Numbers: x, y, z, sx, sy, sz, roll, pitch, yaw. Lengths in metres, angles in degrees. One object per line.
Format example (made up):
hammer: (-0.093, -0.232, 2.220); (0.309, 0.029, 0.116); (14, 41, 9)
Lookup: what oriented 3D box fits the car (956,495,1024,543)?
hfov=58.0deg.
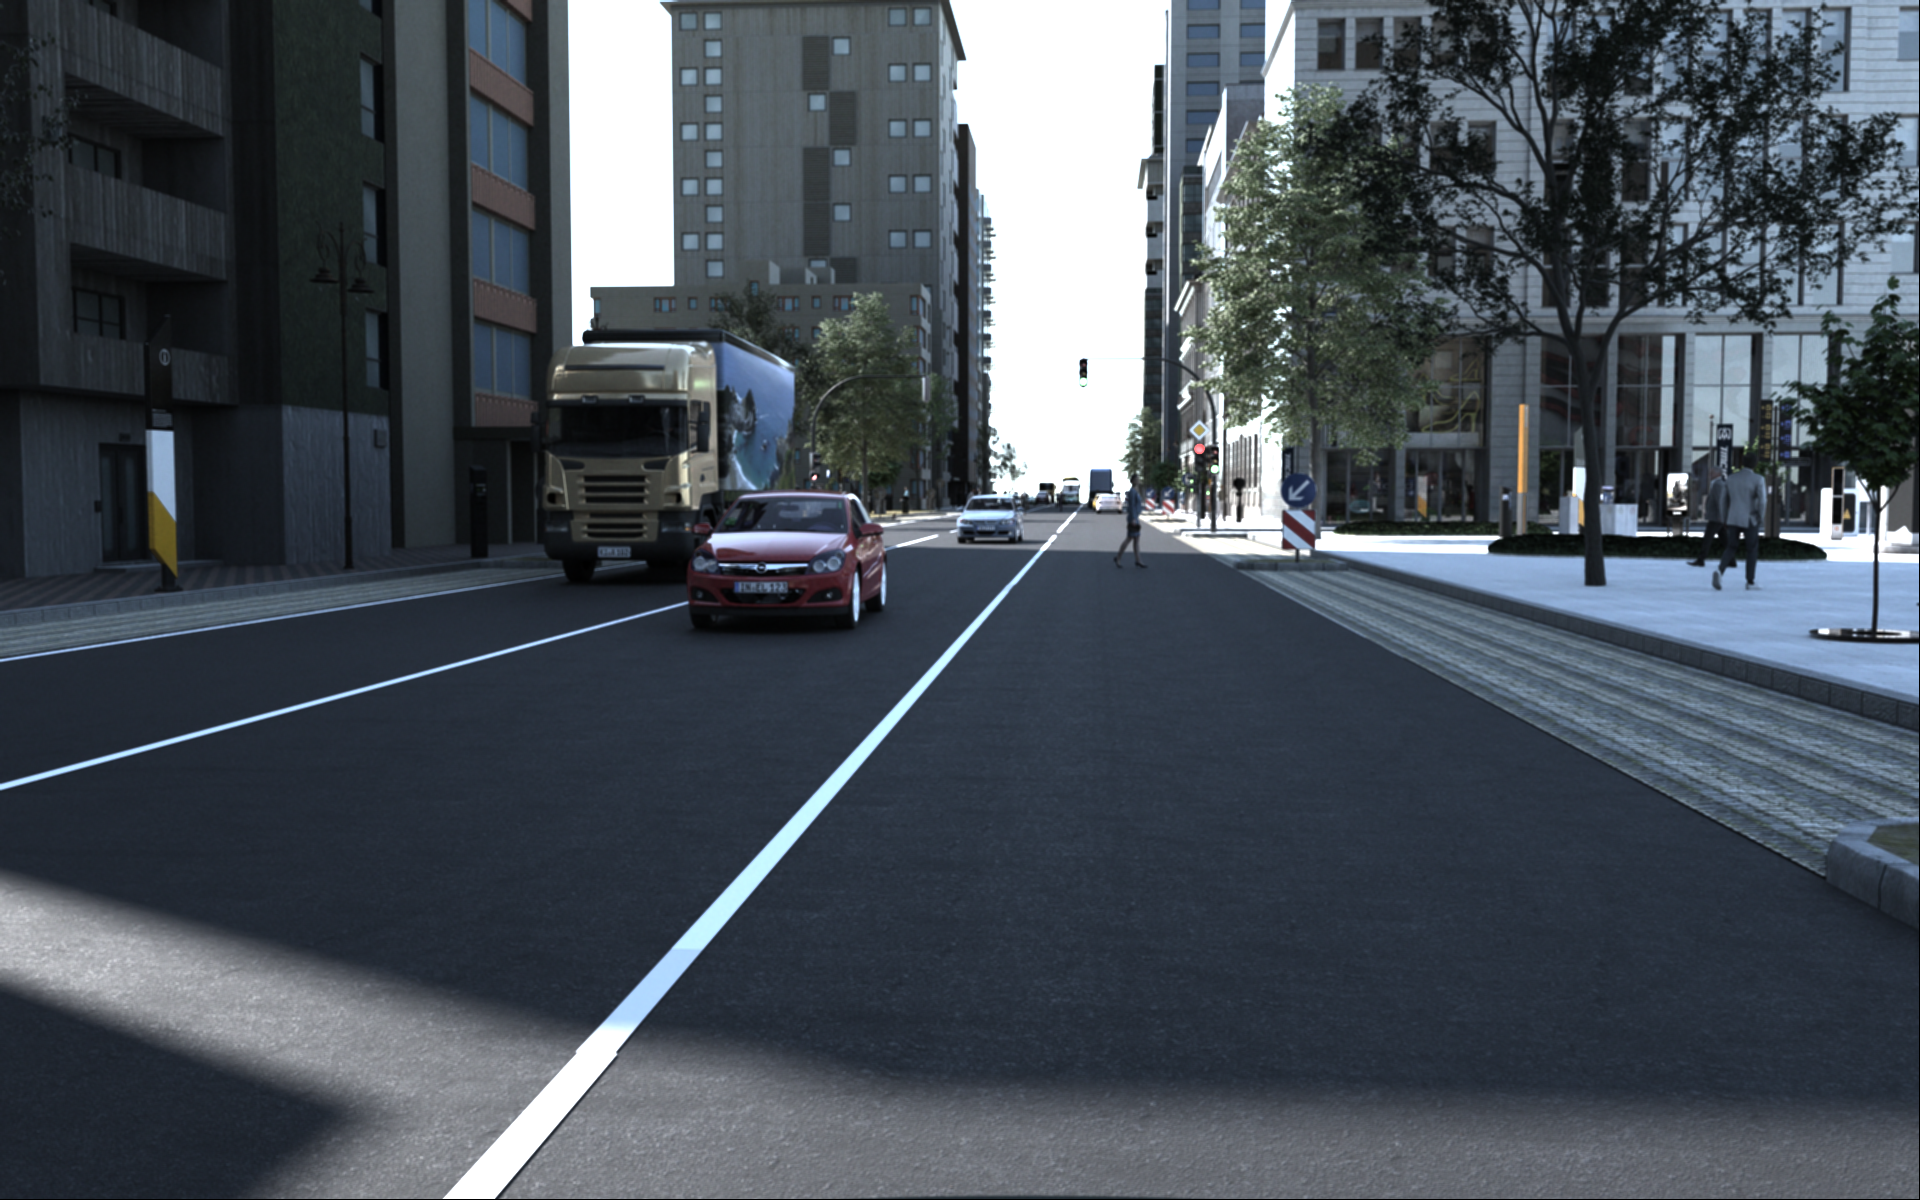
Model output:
car: (0.944, -2.439, 51.882); (2.014, 1.417, 4.499); (0, 4, 5)

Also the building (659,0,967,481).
building: (-14.381, -36.433, 184.922); (28.713, 52.752, 27.495); (0, 4, 4)

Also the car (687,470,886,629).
car: (-1.898, -0.660, 19.824); (2.155, 1.783, 4.494); (0, 4, 4)

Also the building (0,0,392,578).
building: (-19.359, -15.728, 28.856); (14.160, 30.474, 14.107); (0, 4, 4)

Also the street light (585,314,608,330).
street light: (-9.320, -4.395, 44.638); (0.468, 5.910, 1.993); (0, 4, 4)

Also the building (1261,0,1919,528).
building: (27.667, -17.868, 69.641); (29.804, 29.767, 11.434); (0, 4, 4)

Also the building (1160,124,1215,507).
building: (36.493, -29.400, 172.570); (32.217, 40.220, 23.993); (0, 4, 4)

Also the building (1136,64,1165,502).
building: (39.757, -51.913, 287.030); (20.563, 71.187, 20.611); (0, 4, 4)

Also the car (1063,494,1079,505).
car: (14.846, -13.422, 231.249); (2.131, 1.459, 4.920); (0, 4, 3)

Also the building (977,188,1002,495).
building: (-5.640, -39.821, 270.675); (23.786, 49.044, 30.456); (0, 4, 4)

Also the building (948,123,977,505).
building: (-5.374, -33.959, 205.333); (14.600, 45.320, 14.200); (0, 4, 4)

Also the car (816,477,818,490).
car: (-2.244, -0.967, 24.613); (1.959, 1.807, 4.718); (0, 4, 5)

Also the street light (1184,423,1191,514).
street light: (14.444, -8.391, 109.982); (0.468, 5.910, 1.993); (0, 4, 4)

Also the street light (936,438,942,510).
street light: (-1.797, -10.431, 143.331); (0.468, 5.910, 1.993); (0, 4, 4)

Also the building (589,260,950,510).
building: (-15.855, -19.104, 157.390); (27.650, 21.520, 28.899); (0, 4, 4)

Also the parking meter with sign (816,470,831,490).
parking meter with sign: (-10.228, -7.867, 124.887); (1.738, 3.016, 0.543); (-2, 4, -26)

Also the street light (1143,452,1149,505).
street light: (20.224, -13.027, 185.771); (0.468, 5.910, 1.993); (0, 4, 4)

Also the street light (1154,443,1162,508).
street light: (17.955, -11.208, 156.045); (0.468, 5.910, 1.993); (0, 4, 4)

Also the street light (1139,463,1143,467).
street light: (21.356, -13.953, 200.914); (0.468, 5.910, 1.993); (0, 4, 4)

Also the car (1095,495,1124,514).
car: (10.957, -7.012, 127.012); (2.083, 1.381, 4.827); (0, 4, 6)

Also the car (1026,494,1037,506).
car: (8.463, -12.369, 214.038); (2.131, 1.459, 4.920); (0, 4, 3)

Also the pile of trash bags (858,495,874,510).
pile of trash bags: (-8.387, -7.924, 139.313); (1.912, 1.369, 3.447); (3, 5, 41)

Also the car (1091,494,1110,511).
car: (12.049, -8.293, 145.816); (2.015, 1.641, 3.980); (0, 4, 3)

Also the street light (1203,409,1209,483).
street light: (13.308, -7.443, 94.477); (0.468, 5.910, 1.993); (0, 4, 4)

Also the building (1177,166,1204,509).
building: (26.478, -23.416, 154.559); (14.160, 30.474, 14.107); (0, 4, 4)

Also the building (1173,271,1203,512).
building: (21.783, -16.260, 130.484); (10.561, 19.102, 19.286); (0, 4, 4)

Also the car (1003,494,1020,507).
car: (3.937, -7.875, 138.538); (2.009, 1.686, 4.222); (0, 4, 3)

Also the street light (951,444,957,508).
street light: (-0.605, -11.346, 158.295); (0.468, 5.910, 1.993); (0, 4, 4)

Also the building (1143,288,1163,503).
building: (32.607, -28.764, 241.999); (14.160, 30.474, 14.107); (0, 4, 4)

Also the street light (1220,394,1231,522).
street light: (12.205, -6.539, 79.694); (0.468, 5.910, 1.993); (0, 4, 4)

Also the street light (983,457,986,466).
street light: (2.840, -14.127, 203.761); (0.468, 5.910, 1.993); (0, 4, 4)

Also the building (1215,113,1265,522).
building: (19.556, -15.445, 88.685); (11.583, 22.565, 21.152); (0, 4, 4)

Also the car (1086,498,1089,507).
car: (14.956, -11.097, 191.229); (2.009, 1.686, 4.222); (0, 4, 3)

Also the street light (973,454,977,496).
street light: (1.664, -13.223, 188.983); (0.468, 5.910, 1.993); (0, 4, 4)

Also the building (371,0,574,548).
building: (-24.658, -24.040, 47.681); (28.867, 44.769, 22.147); (0, 4, 4)

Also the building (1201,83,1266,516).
building: (22.012, -17.837, 109.651); (12.078, 24.808, 19.932); (0, 4, 4)

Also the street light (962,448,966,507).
street light: (0.450, -12.293, 173.782); (0.468, 5.910, 1.993); (0, 4, 4)

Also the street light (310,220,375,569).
street light: (-10.498, -3.474, 29.584); (0.468, 5.910, 1.993); (0, 4, 4)

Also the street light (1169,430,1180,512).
street light: (15.563, -9.295, 124.765); (0.468, 5.910, 1.993); (0, 4, 4)

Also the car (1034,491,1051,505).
car: (11.349, -13.997, 237.519); (2.281, 1.827, 5.304); (0, 4, 5)

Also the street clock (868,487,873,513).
street clock: (-6.087, -6.892, 117.258); (0.471, 2.002, 0.358); (-1, 4, -19)

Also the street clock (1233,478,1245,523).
street clock: (12.464, -4.452, 77.363); (0.471, 2.002, 0.358); (3, 5, 44)

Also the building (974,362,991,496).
building: (-10.332, -24.264, 241.757); (27.650, 21.520, 28.899); (0, 4, 4)

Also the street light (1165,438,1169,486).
street light: (16.842, -10.222, 139.918); (0.468, 5.910, 1.993); (0, 4, 4)

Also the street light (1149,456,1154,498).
street light: (19.150, -12.122, 170.986); (0.468, 5.910, 1.993); (0, 4, 4)

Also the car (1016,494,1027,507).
car: (6.411, -10.981, 191.546); (2.014, 1.417, 4.499); (0, 4, 5)

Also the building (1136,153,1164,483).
building: (41.323, -41.179, 262.507); (28.713, 52.752, 27.495); (0, 4, 4)

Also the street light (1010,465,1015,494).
street light: (7.930, -18.275, 271.579); (0.468, 5.910, 1.993); (0, 4, 4)

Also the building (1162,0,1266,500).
building: (33.977, -40.200, 199.264); (21.231, 58.520, 28.212); (0, 4, 4)
